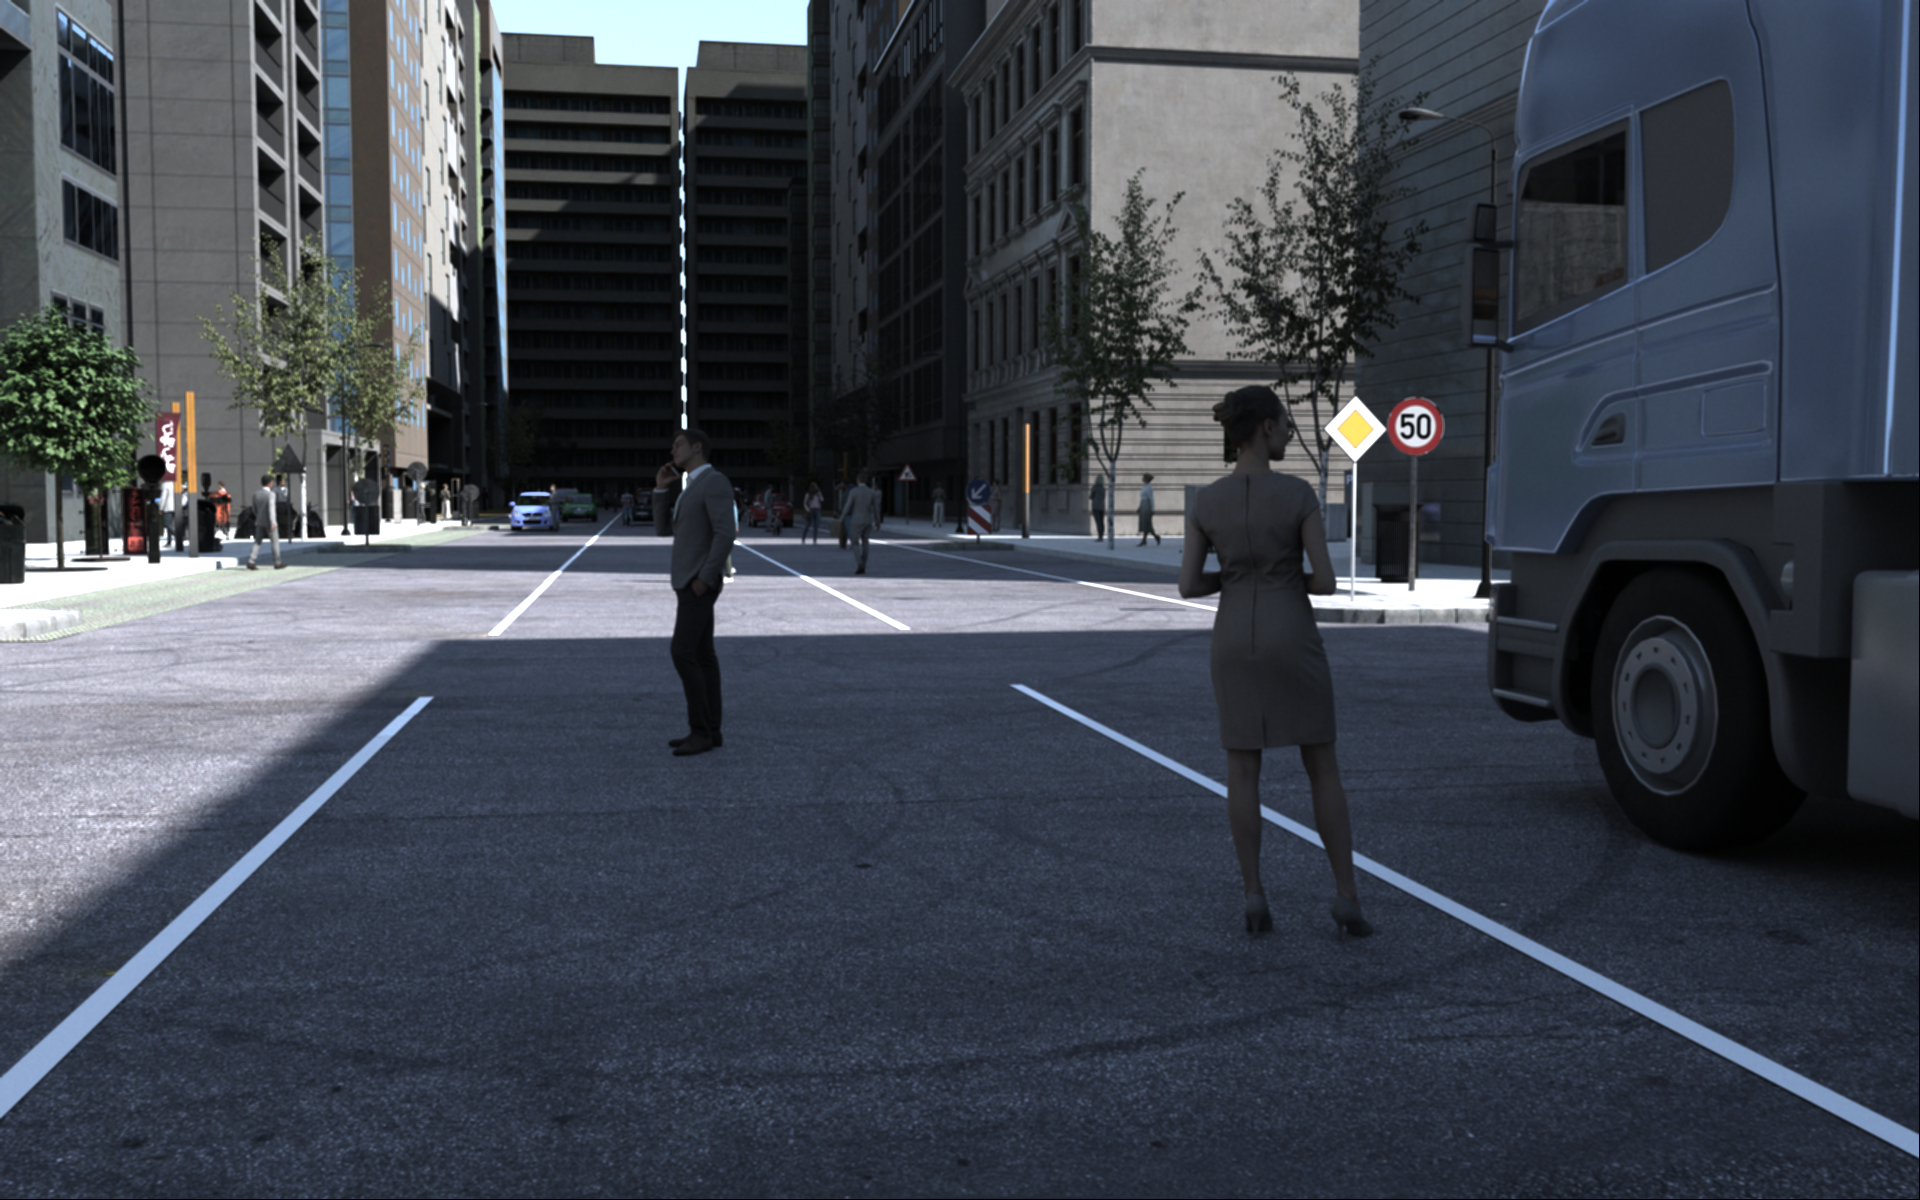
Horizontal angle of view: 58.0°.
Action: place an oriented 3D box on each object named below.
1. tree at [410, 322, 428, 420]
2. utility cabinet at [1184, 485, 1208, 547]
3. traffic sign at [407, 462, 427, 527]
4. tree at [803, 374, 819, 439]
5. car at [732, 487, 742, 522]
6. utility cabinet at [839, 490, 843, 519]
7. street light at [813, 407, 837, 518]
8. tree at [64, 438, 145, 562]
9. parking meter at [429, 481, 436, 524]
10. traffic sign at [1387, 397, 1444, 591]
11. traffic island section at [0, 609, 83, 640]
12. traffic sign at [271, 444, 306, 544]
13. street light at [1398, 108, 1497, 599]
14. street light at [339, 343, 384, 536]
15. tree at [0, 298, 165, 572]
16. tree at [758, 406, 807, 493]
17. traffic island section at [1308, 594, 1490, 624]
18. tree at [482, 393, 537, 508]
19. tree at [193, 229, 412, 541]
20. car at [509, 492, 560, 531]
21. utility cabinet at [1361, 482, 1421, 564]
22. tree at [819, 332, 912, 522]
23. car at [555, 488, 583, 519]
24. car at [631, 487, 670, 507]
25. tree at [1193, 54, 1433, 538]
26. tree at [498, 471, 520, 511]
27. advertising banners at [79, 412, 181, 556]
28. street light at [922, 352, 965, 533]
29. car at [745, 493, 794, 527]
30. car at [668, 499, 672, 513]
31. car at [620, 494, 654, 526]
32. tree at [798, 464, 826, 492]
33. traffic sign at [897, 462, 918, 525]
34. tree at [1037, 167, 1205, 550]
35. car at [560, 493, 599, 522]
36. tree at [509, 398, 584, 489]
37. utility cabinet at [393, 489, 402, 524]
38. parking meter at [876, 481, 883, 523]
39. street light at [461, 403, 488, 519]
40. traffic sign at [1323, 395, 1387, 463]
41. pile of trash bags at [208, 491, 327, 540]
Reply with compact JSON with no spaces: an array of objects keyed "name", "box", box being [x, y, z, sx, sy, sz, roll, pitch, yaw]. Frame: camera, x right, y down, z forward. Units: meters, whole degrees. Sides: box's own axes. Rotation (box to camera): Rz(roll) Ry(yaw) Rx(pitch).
[{"name":"tree","box":[-20.147,-6.600,58.266,4.737,8.622,4.395,0,3,0]},{"name":"utility cabinet","box":[5.887,-2.032,41.897,0.318,1.500,1.173,3,5,40]},{"name":"traffic sign","box":[-21.418,-4.176,68.384,0.768,2.556,0.104,-1,4,-8]},{"name":"tree","box":[-6.936,-9.072,98.685,4.360,8.622,3.978,0,3,0]},{"name":"car","box":[-12.649,-5.075,91.642,2.281,1.827,5.304,-1,4,-9]},{"name":"utility cabinet","box":[-6.184,-5.078,91.697,0.318,1.500,1.173,3,5,39]},{"name":"street light","box":[-7.210,-7.369,93.030,1.470,5.913,1.316,-1,4,-10]},{"name":"tree","box":[-16.422,-2.354,33.090,1.663,3.219,1.824,0,3,0]},{"name":"parking meter","box":[-22.879,-4.249,75.177,0.255,1.863,0.399,-1,4,-16]},{"name":"traffic sign","box":[5.983,-1.392,22.858,0.768,2.556,0.104,0,4,-4]},{"name":"traffic island section","box":[-10.383,0.273,17.817,2.009,0.180,2.903,-1,4,-10]},{"name":"traffic sign","box":[-17.329,-2.735,44.722,0.884,2.594,0.081,0,4,-5]},{"name":"street light","box":[5.965,-2.972,21.136,1.470,5.913,1.316,-1,4,-10]},{"name":"street light","box":[-18.430,-4.945,53.394,1.470,5.913,1.316,-1,4,-10]},{"name":"tree","box":[-15.010,-2.767,28.949,4.285,4.588,4.351,0,3,0]},{"name":"tree","box":[-14.366,-11.604,140.091,4.737,8.622,4.395,0,3,0]},{"name":"traffic island section","box":[4.707,0.104,20.578,2.009,0.180,2.903,-1,4,-10]},{"name":"tree","box":[-32.556,-10.744,126.020,4.737,8.622,4.395,0,3,0]},{"name":"tree","box":[-18.320,-5.939,47.462,4.737,8.622,4.395,0,3,0]},{"name":"car","box":[-16.750,-3.590,68.291,1.945,1.707,3.694,-1,4,-10]},{"name":"utility cabinet","box":[7.913,-1.416,31.834,1.173,1.500,0.318,-2,4,-30]},{"name":"tree","box":[-4.044,-7.875,79.122,4.360,8.622,3.978,0,3,0]},{"name":"car","box":[-23.097,-5.673,101.427,2.281,1.827,5.304,-1,4,-11]},{"name":"car","box":[-17.630,-5.488,98.401,2.281,1.827,5.304,-1,4,-11]},{"name":"tree","box":[6.179,-4.854,29.718,4.360,8.622,3.978,0,3,0]},{"name":"tree","box":[-33.915,-8.303,130.353,1.663,3.219,1.824,0,3,0]},{"name":"advertising banners","box":[-17.504,-2.472,36.613,2.074,3.025,0.090,-3,5,-42]},{"name":"street light","box":[-0.539,-5.165,56.993,1.470,5.913,1.316,-1,4,-10]},{"name":"car","box":[-8.332,-4.094,75.977,2.155,1.783,4.494,-1,4,-10]},{"name":"car","box":[-22.328,-7.258,128.456,2.009,1.686,4.222,-1,4,-10]},{"name":"car","box":[-14.677,-4.293,79.982,2.009,1.686,4.222,-1,4,-10]},{"name":"tree","box":[-9.304,-7.084,110.430,1.663,3.219,1.824,0,3,0]},{"name":"traffic sign","box":[-2.162,-4.353,71.167,0.884,2.594,0.081,0,4,-6]},{"name":"tree","box":[3.535,-5.479,39.940,4.737,8.622,4.395,0,3,0]},{"name":"car","box":[-19.750,-4.963,89.935,1.959,1.807,4.718,-1,4,-12]},{"name":"tree","box":[-40.766,-14.271,167.739,8.767,10.594,7.601,-1,4,-18]},{"name":"utility cabinet","box":[-24.080,-4.008,74.208,0.318,1.500,1.173,-1,4,-15]},{"name":"parking meter","box":[-3.549,-4.325,76.420,0.255,1.863,0.399,1,4,10]},{"name":"street light","box":[-24.852,-7.100,88.632,1.470,5.913,1.316,-1,4,-10]},{"name":"traffic sign","box":[4.685,-1.119,20.491,0.795,2.593,0.064,-1,4,-10]},{"name":"pile of trash bags","box":[-19.927,-2.424,49.391,1.912,1.369,3.447,2,4,26]}]
